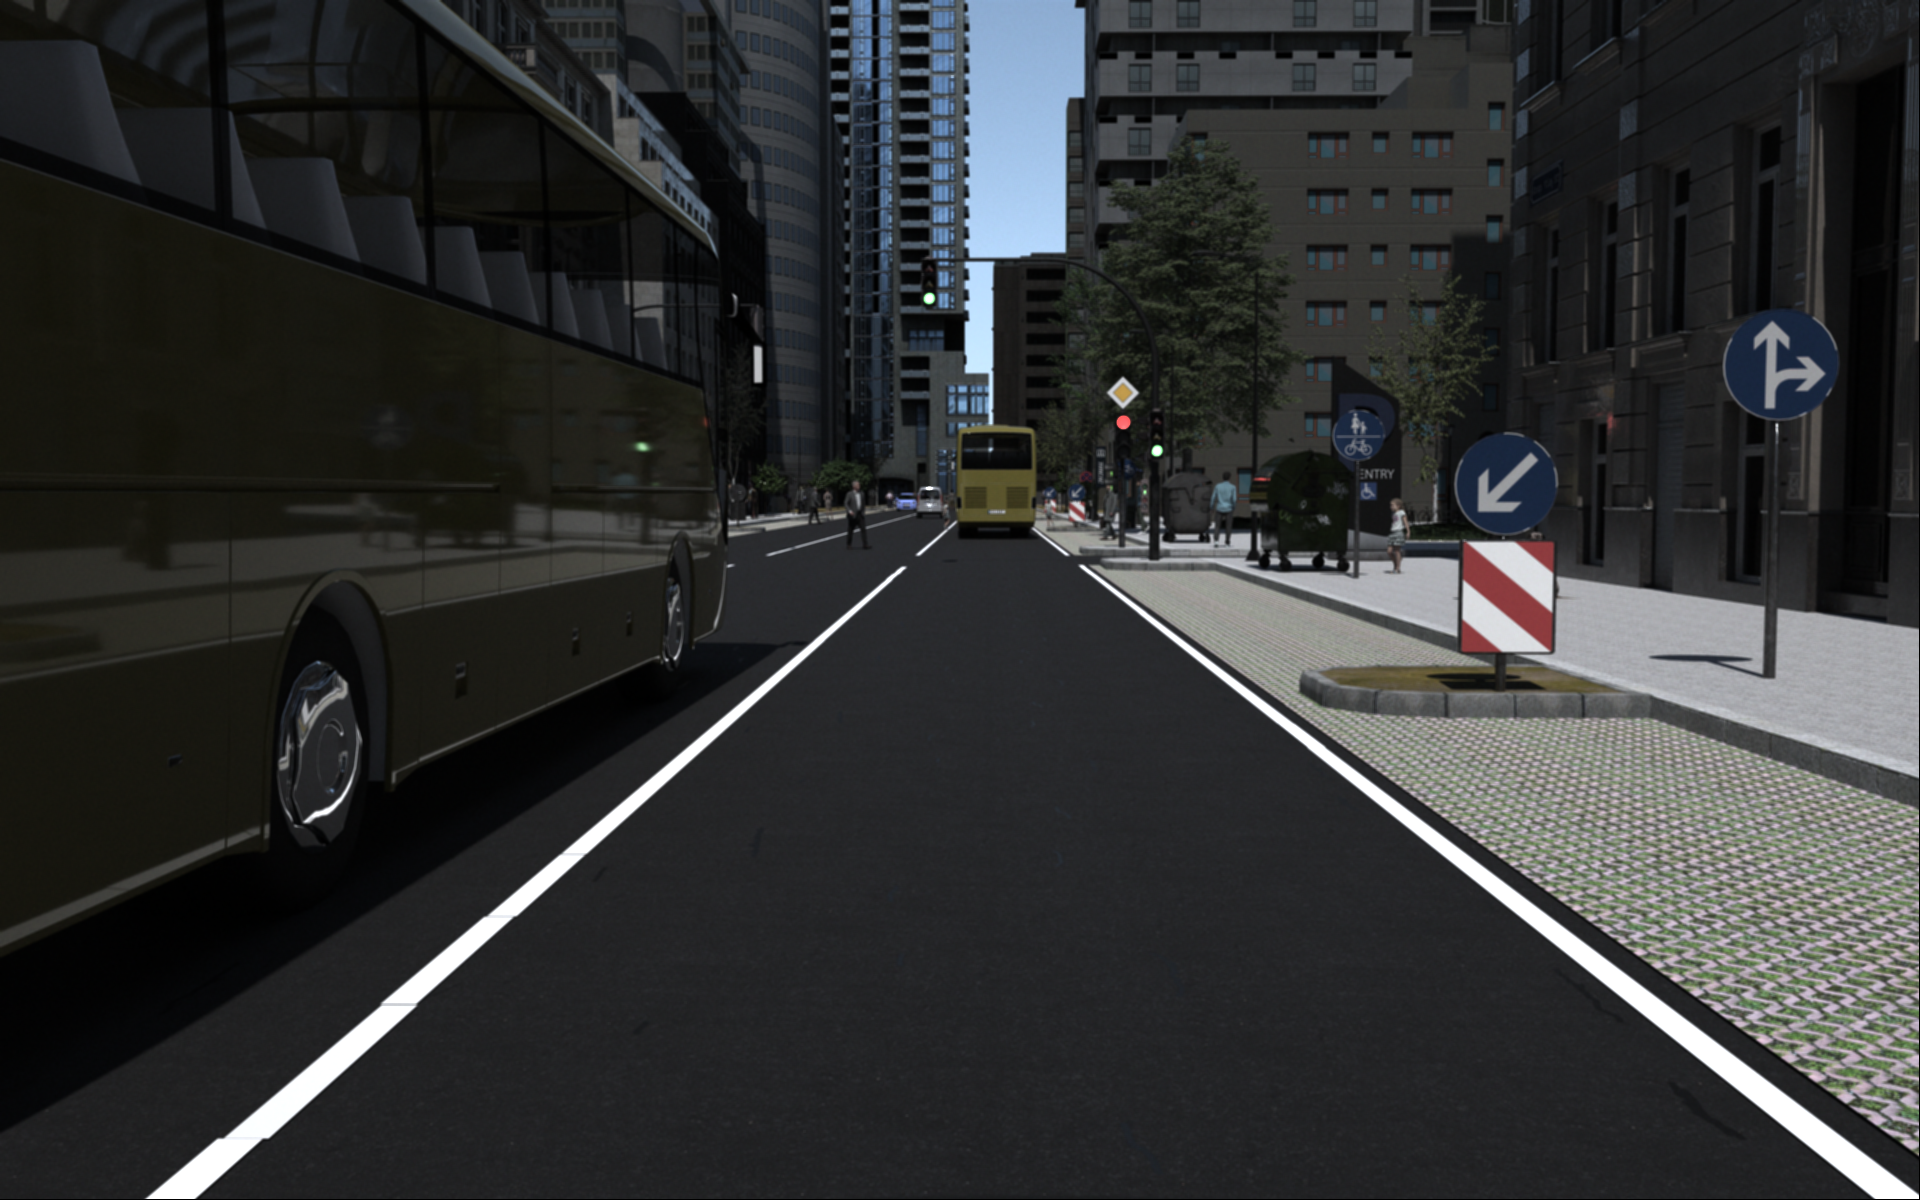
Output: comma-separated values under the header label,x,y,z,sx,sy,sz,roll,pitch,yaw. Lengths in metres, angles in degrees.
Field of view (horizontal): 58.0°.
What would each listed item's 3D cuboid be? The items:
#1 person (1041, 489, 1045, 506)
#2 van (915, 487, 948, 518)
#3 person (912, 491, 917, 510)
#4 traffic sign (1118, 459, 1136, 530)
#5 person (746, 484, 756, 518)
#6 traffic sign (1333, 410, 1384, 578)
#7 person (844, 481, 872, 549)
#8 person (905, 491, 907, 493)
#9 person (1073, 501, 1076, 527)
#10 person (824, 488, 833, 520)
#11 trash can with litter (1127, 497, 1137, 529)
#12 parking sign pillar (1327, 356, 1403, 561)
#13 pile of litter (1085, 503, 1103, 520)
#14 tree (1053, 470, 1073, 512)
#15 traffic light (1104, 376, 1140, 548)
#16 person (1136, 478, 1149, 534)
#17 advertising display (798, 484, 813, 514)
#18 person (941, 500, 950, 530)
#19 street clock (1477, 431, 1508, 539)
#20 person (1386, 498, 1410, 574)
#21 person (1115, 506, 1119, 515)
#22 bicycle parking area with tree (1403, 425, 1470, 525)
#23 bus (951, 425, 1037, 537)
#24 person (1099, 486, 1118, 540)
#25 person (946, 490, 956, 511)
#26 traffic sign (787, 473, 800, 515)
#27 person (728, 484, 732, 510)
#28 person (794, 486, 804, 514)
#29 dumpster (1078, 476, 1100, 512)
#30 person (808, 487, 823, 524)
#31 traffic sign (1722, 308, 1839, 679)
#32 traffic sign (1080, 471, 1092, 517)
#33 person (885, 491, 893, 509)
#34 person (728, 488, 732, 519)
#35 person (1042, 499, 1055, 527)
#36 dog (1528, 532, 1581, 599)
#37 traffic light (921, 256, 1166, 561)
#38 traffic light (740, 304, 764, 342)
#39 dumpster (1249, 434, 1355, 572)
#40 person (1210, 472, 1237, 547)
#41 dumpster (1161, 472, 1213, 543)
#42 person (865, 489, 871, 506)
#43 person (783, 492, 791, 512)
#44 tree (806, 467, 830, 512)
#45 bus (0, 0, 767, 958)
label,x,y,z,sx,sy,sz,roll,pitch,yaw
person,8.933,-11.104,187.461,0.599,1.838,0.709,0,4,7
van,-1.727,-5.886,103.240,2.013,2.044,4.112,0,4,1
person,-4.149,-9.257,160.382,0.617,1.759,0.750,3,4,36
traffic sign,5.993,-3.823,62.609,0.768,2.556,0.104,1,4,11
person,-11.248,-5.349,93.403,0.656,1.842,0.836,0,3,0
traffic sign,6.032,-1.601,26.286,0.768,2.556,0.104,0,4,7
person,-2.651,-2.207,44.978,0.661,1.777,0.834,-3,5,-44
person,-5.320,-10.052,173.676,0.721,1.723,1.217,-3,5,-40
person,4.722,-3.418,69.403,0.505,1.210,0.382,3,5,42
person,-7.323,-5.344,96.212,0.599,1.781,0.374,-2,4,-24
trash can with litter,6.331,-3.252,64.562,0.624,1.170,1.055,1,4,20
parking sign pillar,7.901,-2.767,33.711,1.447,3.967,1.447,0,4,2
pile of litter,6.799,-4.436,86.500,1.176,0.858,1.719,0,4,-8
tree,8.583,-9.299,146.634,1.663,3.219,1.824,0,3,0
traffic light,3.862,-3.209,41.391,0.839,4.253,0.868,0,4,1
person,5.831,-2.991,55.294,0.444,1.785,0.601,1,4,20
advertising display,-9.966,-6.507,111.598,0.974,1.923,0.123,-1,4,-9
person,-0.621,-3.411,69.289,0.382,1.210,0.505,-2,4,-30
street clock,6.116,-0.933,19.822,0.358,2.002,0.471,-1,4,-20
person,7.104,-1.029,27.887,0.382,1.210,0.505,-2,4,-26
person,9.820,-6.229,108.554,0.598,1.740,0.731,0,4,-7
bicycle parking area with tree,18.415,-5.306,73.751,9.016,4.147,8.231,-2,4,-30
bus,1.125,-4.224,60.602,2.896,3.916,12.252,0,4,0
person,4.586,-2.746,53.492,0.767,1.812,0.694,-1,4,-23
person,-0.696,-8.655,150.006,1.348,1.824,0.705,-1,4,-22
traffic sign,-10.122,-6.437,105.359,0.768,2.556,0.104,0,4,7
person,-12.111,-5.150,90.478,0.641,1.798,0.478,3,5,43
person,-10.237,-6.388,110.668,0.709,1.800,0.728,-3,4,-37
dumpster,6.886,-5.623,94.426,1.502,2.255,1.985,0,4,1
person,-6.819,-4.478,82.109,0.834,1.777,0.661,-2,4,-29
traffic sign,5.640,-0.727,11.993,0.768,2.556,0.104,0,4,5
traffic sign,7.036,-5.888,96.369,0.768,2.556,0.104,0,4,1
person,-6.615,-9.403,163.178,0.756,1.711,0.436,1,4,19
person,-11.864,-5.034,88.447,0.679,1.850,0.850,-1,4,-16
person,3.846,-3.780,75.321,0.505,1.210,0.382,-1,4,-17
dog,7.233,-0.415,21.162,0.800,0.831,0.513,0,4,-6
traffic light,1.638,-3.586,33.299,4.771,5.953,1.251,0,4,1
traffic light,-7.104,-4.093,41.589,4.771,5.953,1.251,0,4,1
dumpster,5.755,-1.627,29.097,1.502,2.255,1.985,0,4,1
person,6.322,-2.175,41.625,0.660,1.820,0.620,1,4,18
dumpster,6.051,-2.465,46.059,1.264,1.857,1.865,0,4,1
person,-9.747,-11.020,185.843,1.348,1.869,0.705,2,4,25
person,-12.533,-7.122,125.725,0.421,1.427,0.697,3,5,41
tree,-10.399,-7.981,125.083,1.663,3.219,1.824,0,3,0
bus,-3.295,-1.054,8.787,2.896,3.916,12.252,0,4,2
